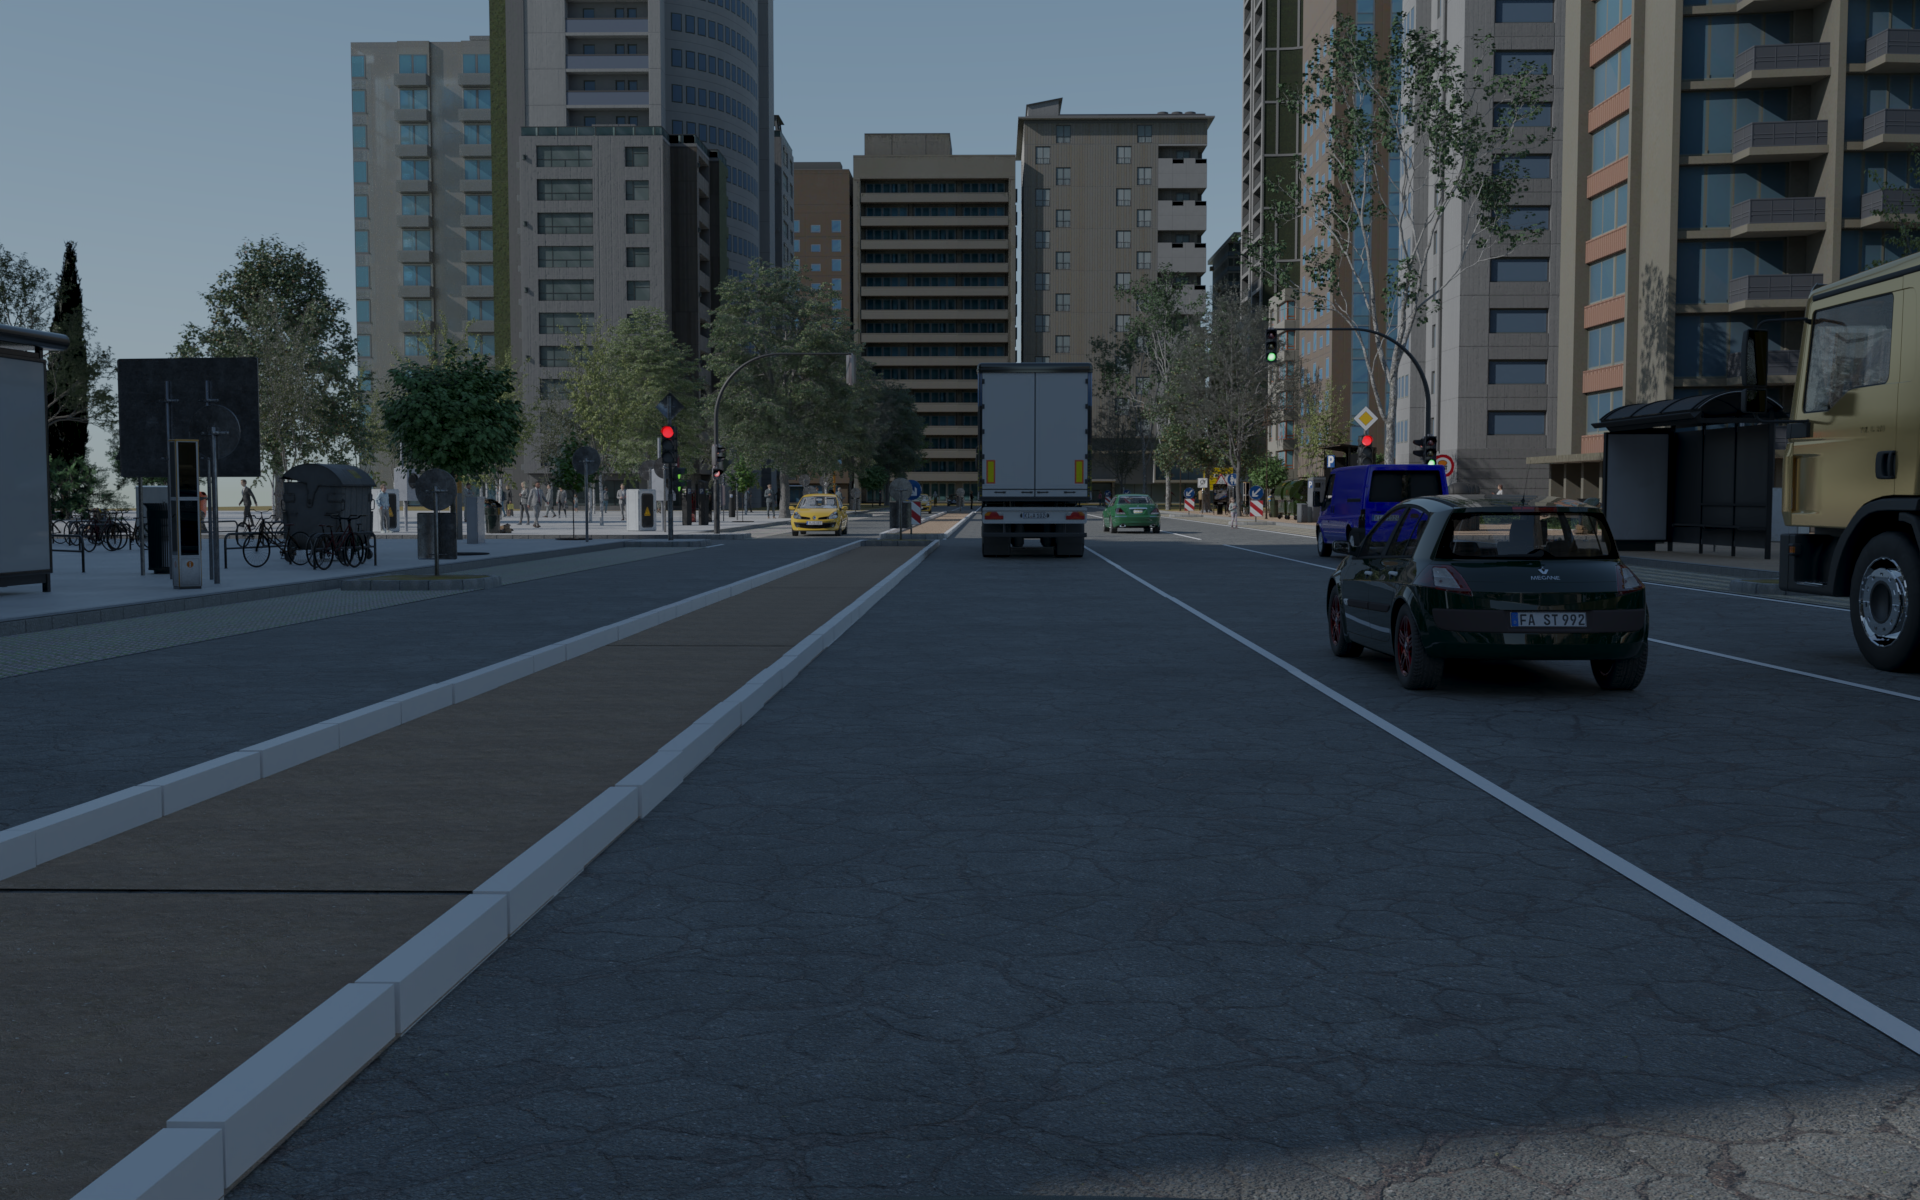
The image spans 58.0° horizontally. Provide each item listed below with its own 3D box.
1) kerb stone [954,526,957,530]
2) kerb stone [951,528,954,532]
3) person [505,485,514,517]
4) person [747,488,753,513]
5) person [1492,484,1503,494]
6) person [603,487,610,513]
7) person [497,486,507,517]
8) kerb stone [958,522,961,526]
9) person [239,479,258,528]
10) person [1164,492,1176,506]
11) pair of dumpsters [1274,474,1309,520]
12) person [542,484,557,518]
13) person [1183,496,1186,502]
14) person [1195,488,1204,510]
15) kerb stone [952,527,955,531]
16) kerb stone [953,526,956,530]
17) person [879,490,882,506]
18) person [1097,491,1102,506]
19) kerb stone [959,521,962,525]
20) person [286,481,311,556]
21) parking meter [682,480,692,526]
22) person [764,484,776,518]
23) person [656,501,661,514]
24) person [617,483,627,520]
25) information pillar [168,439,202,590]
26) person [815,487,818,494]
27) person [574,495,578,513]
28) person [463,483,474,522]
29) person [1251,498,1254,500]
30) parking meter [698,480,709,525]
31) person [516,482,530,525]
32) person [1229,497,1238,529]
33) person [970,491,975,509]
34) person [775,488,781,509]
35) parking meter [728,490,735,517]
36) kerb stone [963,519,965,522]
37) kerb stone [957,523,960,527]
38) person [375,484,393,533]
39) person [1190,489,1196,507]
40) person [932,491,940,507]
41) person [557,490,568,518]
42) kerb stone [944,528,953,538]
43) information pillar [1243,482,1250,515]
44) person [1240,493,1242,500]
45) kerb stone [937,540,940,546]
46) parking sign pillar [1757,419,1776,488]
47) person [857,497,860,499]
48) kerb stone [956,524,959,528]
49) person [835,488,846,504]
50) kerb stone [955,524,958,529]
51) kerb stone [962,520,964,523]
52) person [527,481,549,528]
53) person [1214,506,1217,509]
[{"bbox_3d":[-0.297,-2.619,65.065,0.120,0.150,1.000,0,4,1],"label":"kerb stone"},{"bbox_3d":[-0.380,-2.371,60.968,0.120,0.150,1.000,0,4,1],"label":"kerb stone"},{"bbox_3d":[-25.690,-5.662,98.839,0.699,1.804,1.509,0,4,-3],"label":"person"},{"bbox_3d":[-14.617,-6.988,120.097,0.655,1.846,0.447,-2,4,-32],"label":"person"},{"bbox_3d":[26.353,-4.785,84.840,0.524,1.755,0.480,0,4,-5],"label":"person"},{"bbox_3d":[-23.698,-6.683,115.649,0.623,1.781,0.721,0,4,-4],"label":"person"},{"bbox_3d":[-25.073,-5.407,94.432,0.713,1.824,0.794,0,4,-2],"label":"person"},{"bbox_3d":[-0.149,-3.060,72.232,0.120,0.150,1.000,0,4,1],"label":"kerb stone"},{"bbox_3d":[-27.446,-3.712,66.504,0.755,1.850,0.659,-3,5,-45],"label":"person"},{"bbox_3d":[21.953,-10.712,181.120,1.348,1.831,0.705,1,4,13],"label":"person"},{"bbox_3d":[16.848,-5.141,86.556,1.574,2.255,4.437,0,4,1],"label":"pair of dumpsters"},{"bbox_3d":[-22.429,-5.407,94.546,0.767,1.812,0.694,-1,4,-12],"label":"person"},{"bbox_3d":[26.943,-12.072,206.608,0.799,1.438,0.628,2,4,27],"label":"person"},{"bbox_3d":[18.907,-7.916,135.556,0.705,1.812,1.348,-3,5,-44],"label":"person"},{"bbox_3d":[-0.349,-2.433,61.996,0.120,0.150,1.000,0,4,1],"label":"kerb stone"},{"bbox_3d":[-0.319,-2.555,64.043,0.120,0.150,1.000,0,4,1],"label":"kerb stone"},{"bbox_3d":[-8.430,-10.874,184.639,0.445,1.727,0.742,-2,4,-25],"label":"person"},{"bbox_3d":[15.508,-11.224,192.735,0.721,1.743,1.217,-1,4,-18],"label":"person"},{"bbox_3d":[-0.104,-3.185,74.280,0.120,0.150,1.000,0,4,1],"label":"kerb stone"},{"bbox_3d":[-13.812,-1.839,36.216,0.767,1.812,0.694,-1,4,-18],"label":"person"},{"bbox_3d":[-11.153,-3.974,70.690,0.255,1.863,0.399,2,4,28],"label":"parking meter"},{"bbox_3d":[-9.926,-5.182,90.950,0.661,1.801,0.590,-2,4,-29],"label":"person"},{"bbox_3d":[-19.613,-6.529,113.010,0.478,1.798,0.641,2,4,33],"label":"person"},{"bbox_3d":[-16.365,-4.765,84.157,0.606,1.804,0.583,-1,4,-12],"label":"person"},{"bbox_3d":[-10.464,-1.156,23.397,0.304,2.012,0.304,-3,5,-40],"label":"information pillar"},{"bbox_3d":[-10.965,-7.667,131.245,0.795,1.843,0.661,1,4,19],"label":"person"},{"bbox_3d":[-26.601,-6.674,119.848,0.332,1.250,0.352,-1,4,-14],"label":"person"},{"bbox_3d":[-22.368,-4.446,78.916,0.466,1.800,0.511,0,4,8],"label":"person"},{"bbox_3d":[23.999,-8.237,141.266,0.434,1.755,0.990,-1,4,-16],"label":"person"},{"bbox_3d":[-10.530,-4.002,71.151,0.399,1.863,0.255,2,4,29],"label":"parking meter"},{"bbox_3d":[-18.093,-4.012,71.814,0.526,1.800,0.537,-3,4,-38],"label":"person"},{"bbox_3d":[11.409,-3.623,72.011,0.425,1.301,0.394,-2,4,-35],"label":"person"},{"bbox_3d":[1.179,-9.382,162.416,0.721,1.766,1.217,-1,4,-17],"label":"person"},{"bbox_3d":[-15.669,-8.767,149.523,0.705,1.807,1.348,3,4,39],"label":"person"},{"bbox_3d":[-12.512,-5.298,95.034,0.372,1.533,0.369,0,3,0],"label":"parking meter"},{"bbox_3d":[0.044,-3.624,81.446,0.120,0.150,1.000,0,4,1],"label":"kerb stone"},{"bbox_3d":[-0.188,-2.935,70.186,0.120,0.150,1.000,0,4,1],"label":"kerb stone"},{"bbox_3d":[-18.941,-3.002,56.935,0.330,1.601,0.589,3,4,36],"label":"person"},{"bbox_3d":[23.209,-10.182,173.074,0.990,1.755,0.434,-3,4,-38],"label":"person"},{"bbox_3d":[-2.747,-11.469,196.741,1.217,1.736,0.721,3,5,40],"label":"person"},{"bbox_3d":[-20.974,-5.219,91.551,0.709,1.800,0.728,1,4,18],"label":"person"},{"bbox_3d":[-0.410,-2.308,59.937,0.120,0.150,1.000,0,4,1],"label":"kerb stone"},{"bbox_3d":[17.873,-6.333,108.035,0.304,2.012,0.304,-1,4,-18],"label":"information pillar"},{"bbox_3d":[25.466,-9.237,157.626,0.434,1.755,0.990,2,4,23],"label":"person"},{"bbox_3d":[-0.686,-1.459,46.055,0.120,0.150,1.000,0,4,1],"label":"kerb stone"},{"bbox_3d":[25.920,-4.163,56.531,1.447,3.967,1.447,-1,4,-19],"label":"parking sign pillar"},{"bbox_3d":[-9.897,-9.500,164.554,0.628,1.438,0.799,1,4,14],"label":"person"},{"bbox_3d":[-0.226,-2.806,68.136,0.120,0.150,1.000,0,4,1],"label":"kerb stone"},{"bbox_3d":[-6.844,-5.539,99.232,0.590,1.801,0.661,-3,5,-40],"label":"person"},{"bbox_3d":[-0.248,-2.746,67.109,0.120,0.150,1.000,0,4,1],"label":"kerb stone"},{"bbox_3d":[-0.005,-3.493,79.402,0.120,0.150,1.000,0,4,1],"label":"kerb stone"},{"bbox_3d":[-16.066,-3.638,65.798,0.678,1.792,0.850,-3,5,-41],"label":"person"},{"bbox_3d":[21.987,-8.711,148.490,0.705,1.821,1.348,-1,4,-13],"label":"person"}]
